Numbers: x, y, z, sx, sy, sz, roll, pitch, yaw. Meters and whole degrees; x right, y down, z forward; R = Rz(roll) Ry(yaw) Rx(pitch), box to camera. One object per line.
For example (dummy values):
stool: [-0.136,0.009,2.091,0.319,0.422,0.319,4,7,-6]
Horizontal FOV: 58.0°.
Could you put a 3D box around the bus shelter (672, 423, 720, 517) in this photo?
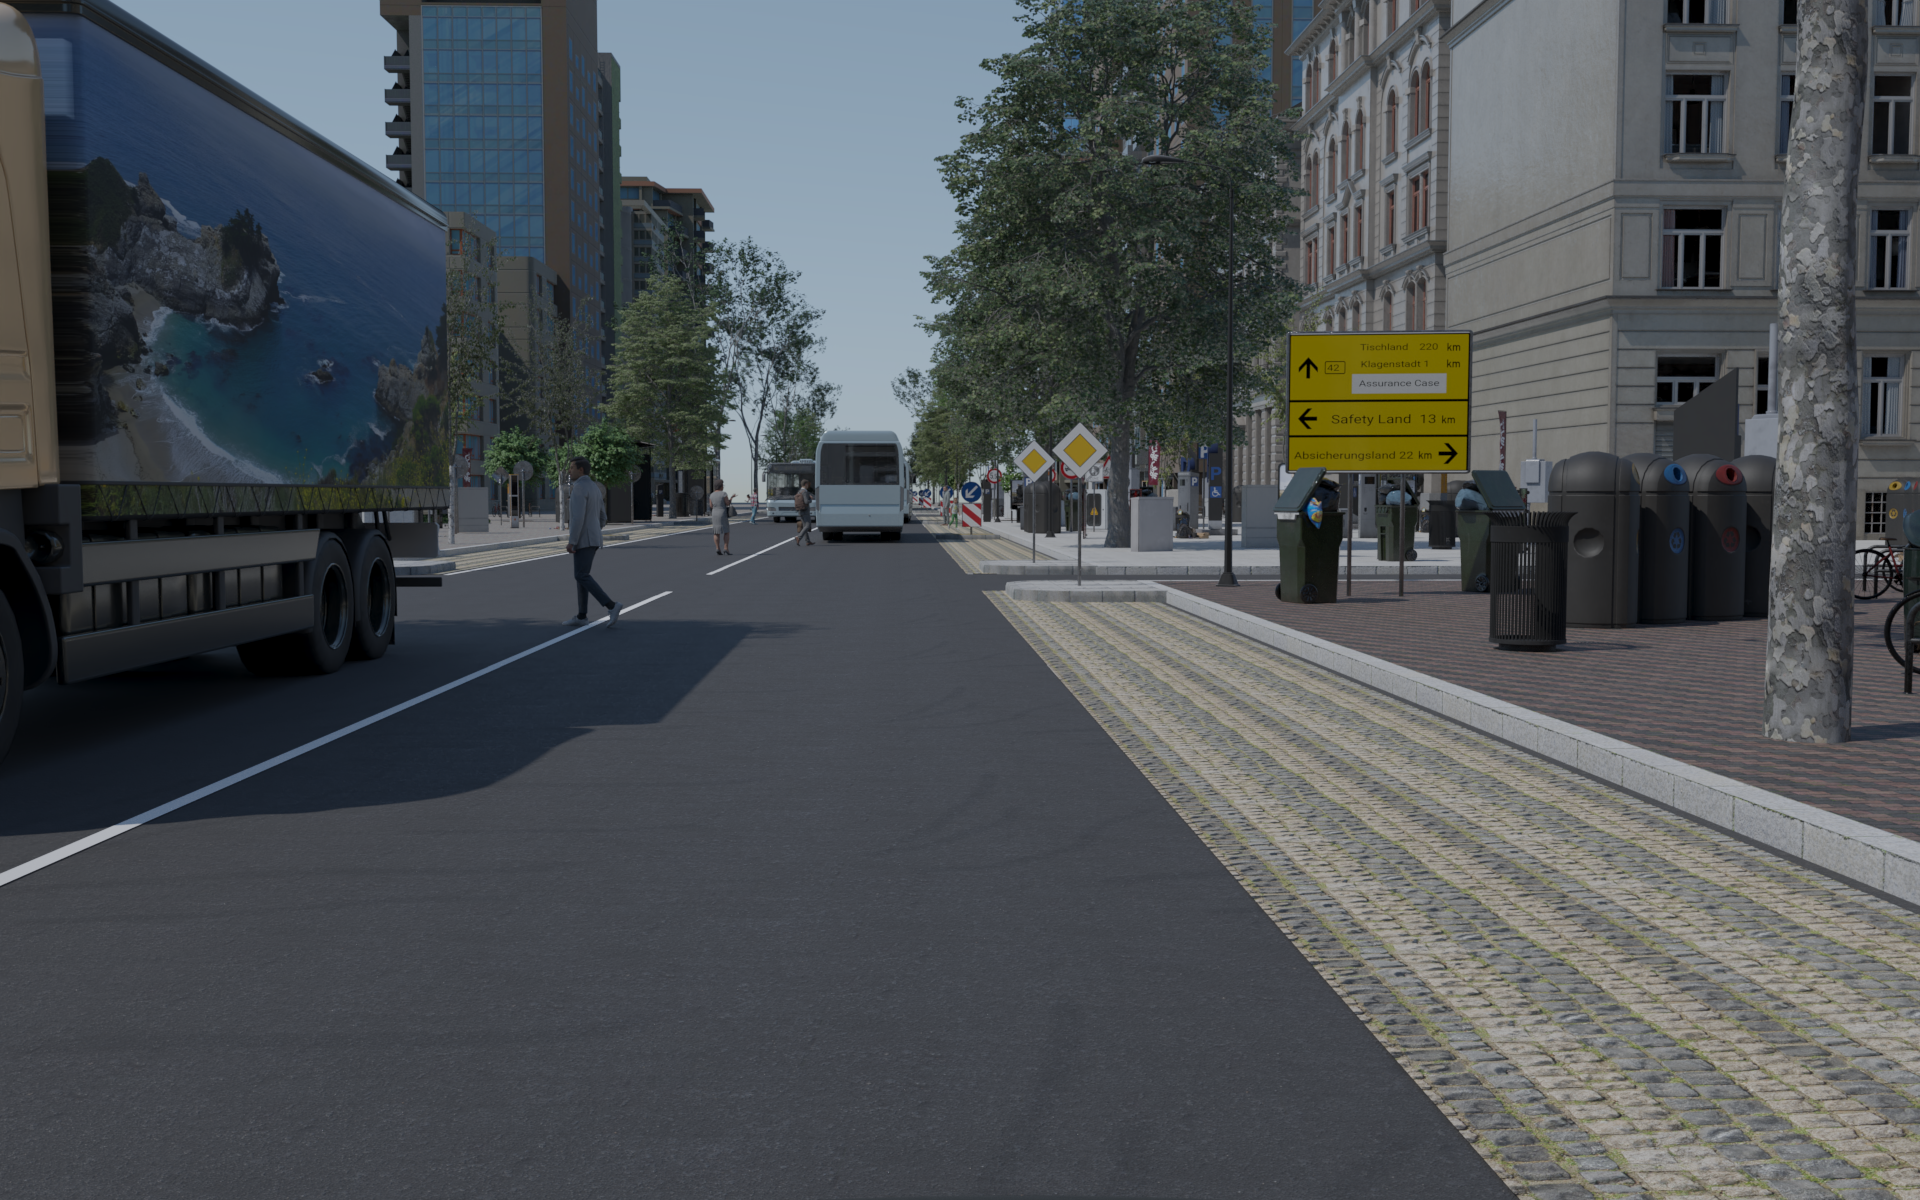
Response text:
bus shelter: [-15.444,-7.518,100.545,2.179,5.291,8.768,0,4,-2]

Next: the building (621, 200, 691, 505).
building: [-49.678,-31.969,214.575,32.217,40.220,23.993,0,4,-2]

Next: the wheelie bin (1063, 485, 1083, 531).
wheelie bin: [3.969,-3.176,59.844,0.693,1.594,0.980,-1,4,-19]

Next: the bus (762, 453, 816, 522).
bus: [-8.278,-5.868,90.798,2.948,3.499,13.247,0,4,0]

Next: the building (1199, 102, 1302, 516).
building: [20.642,-16.469,98.147,11.050,23.489,19.941,0,4,-2]

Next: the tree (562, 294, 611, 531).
tree: [-14.020,-6.724,60.292,4.360,8.622,3.978,0,3,0]

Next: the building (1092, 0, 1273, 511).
building: [20.115,-31.342,162.555,14.600,45.320,14.200,0,4,-2]

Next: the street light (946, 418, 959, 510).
street light: [0.066,-8.181,106.297,1.470,5.913,1.316,0,4,-2]

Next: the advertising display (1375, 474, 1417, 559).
advertising display: [8.610,-1.774,34.212,0.974,1.923,0.123,-2,4,-29]

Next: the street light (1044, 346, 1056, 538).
street light: [2.130,-4.794,50.923,1.470,5.913,1.316,0,4,-2]

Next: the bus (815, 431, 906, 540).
bus: [-3.180,-3.786,56.757,2.948,3.499,13.247,0,4,-2]

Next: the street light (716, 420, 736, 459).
street light: [-14.666,-8.291,108.097,1.470,5.913,1.316,0,4,-2]

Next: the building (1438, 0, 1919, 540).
building: [31.766,-13.547,54.778,30.059,22.955,16.112,0,4,-2]

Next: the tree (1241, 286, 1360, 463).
tree: [11.761,-6.738,60.527,4.737,8.622,4.395,0,3,0]

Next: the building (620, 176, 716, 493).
building: [-45.877,-35.868,241.060,22.147,44.769,28.867,0,4,-2]

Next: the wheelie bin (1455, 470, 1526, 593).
wheelie bin: [6.934,-0.910,22.791,0.980,1.594,0.693,-2,4,-30]

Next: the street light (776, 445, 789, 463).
street light: [-16.738,-11.647,162.961,1.470,5.913,1.316,0,4,-2]

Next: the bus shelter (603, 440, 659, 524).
bus shelter: [-14.923,-5.336,78.525,1.731,3.624,6.357,0,4,-2]

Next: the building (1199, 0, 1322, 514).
building: [21.115,-28.614,117.952,14.600,45.320,14.200,0,4,-2]

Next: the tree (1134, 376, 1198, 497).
tree: [12.304,-9.284,102.161,4.360,8.622,3.978,0,3,0]

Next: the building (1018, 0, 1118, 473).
building: [20.703,-57.319,249.828,22.319,86.520,31.000,0,4,-2]

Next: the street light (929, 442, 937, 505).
street light: [-1.797,-11.213,155.871,1.470,5.913,1.316,0,4,-2]

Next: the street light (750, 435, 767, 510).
street light: [-15.783,-9.981,135.737,1.470,5.913,1.316,0,4,-2]

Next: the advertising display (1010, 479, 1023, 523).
advertising display: [2.679,-4.370,76.661,0.974,1.923,0.123,-2,4,-26]

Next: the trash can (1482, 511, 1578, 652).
trash can: [4.685,-0.160,14.272,0.748,1.137,0.748,0,3,0]

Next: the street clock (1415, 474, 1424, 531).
street clock: [15.997,-3.434,60.720,0.358,2.002,0.471,-3,5,-44]

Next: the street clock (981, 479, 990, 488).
street clock: [1.269,-4.971,85.850,0.358,2.002,0.471,3,5,43]

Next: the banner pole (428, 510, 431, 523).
banner pole: [-17.056,-3.997,55.368,0.401,3.779,0.863,-2,4,-32]

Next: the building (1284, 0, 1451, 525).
building: [23.643,-17.675,76.379,14.401,28.519,23.554,0,4,-2]

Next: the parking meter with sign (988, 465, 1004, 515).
parking meter with sign: [2.373,-6.603,104.216,0.543,3.016,1.738,2,4,35]

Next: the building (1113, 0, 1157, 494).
building: [24.371,-31.844,140.259,23.786,49.044,30.456,0,4,-2]

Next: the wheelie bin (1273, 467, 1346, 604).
wheelie bin: [4.141,-0.772,20.524,0.693,1.594,0.980,-1,4,-18]

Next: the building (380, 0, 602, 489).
building: [-37.525,-30.042,141.305,14.600,45.320,14.200,0,4,-2]

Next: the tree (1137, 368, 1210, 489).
tree: [10.066,-7.843,78.599,4.737,8.622,4.395,0,3,0]

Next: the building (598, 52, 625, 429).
building: [-38.394,-28.864,155.524,14.154,41.232,14.086,0,4,-2]

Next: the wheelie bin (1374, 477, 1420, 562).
wheelie bin: [8.341,-1.540,33.091,0.693,1.594,0.980,-1,4,-16]

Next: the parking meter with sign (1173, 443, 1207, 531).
parking meter with sign: [7.859,-3.868,59.502,0.543,3.016,1.738,-2,4,-31]

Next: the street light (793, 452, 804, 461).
street light: [-17.871,-13.396,191.563,1.470,5.913,1.316,0,4,-2]

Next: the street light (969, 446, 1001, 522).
street light: [1.165,-6.459,78.147,1.470,5.913,1.316,0,4,-2]

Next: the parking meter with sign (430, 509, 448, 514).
parking meter with sign: [-24.496,-5.184,81.017,0.543,3.016,1.738,-3,5,-40]

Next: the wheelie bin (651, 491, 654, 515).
wheelie bin: [-16.193,-4.976,89.268,0.980,1.594,0.693,-3,4,-38]

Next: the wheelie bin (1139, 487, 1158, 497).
wheelie bin: [7.779,-3.946,72.432,0.980,1.594,0.693,0,4,5]

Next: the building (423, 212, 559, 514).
building: [-44.634,-16.829,120.198,27.650,21.520,28.899,0,4,-2]

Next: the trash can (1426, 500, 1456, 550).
trash can: [11.166,-1.739,40.094,0.748,1.137,0.748,0,3,0]

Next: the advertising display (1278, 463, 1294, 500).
advertising display: [6.950,-1.847,35.407,0.974,1.923,0.123,3,5,40]

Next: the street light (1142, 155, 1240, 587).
street light: [3.190,-3.142,23.918,1.470,5.913,1.316,0,4,-2]

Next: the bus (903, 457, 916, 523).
bus: [-3.790,-5.762,89.073,2.948,3.499,13.247,0,4,-1]

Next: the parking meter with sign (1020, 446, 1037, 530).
parking meter with sign: [2.512,-4.053,62.524,0.543,3.016,1.738,1,4,11]

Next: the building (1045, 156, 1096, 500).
building: [21.623,-34.655,221.238,22.147,44.769,28.867,0,4,-2]

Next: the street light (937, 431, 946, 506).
street light: [-0.750,-9.542,128.550,1.470,5.913,1.316,0,4,-2]

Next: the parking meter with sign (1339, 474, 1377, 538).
parking meter with sign: [11.898,-3.297,50.172,1.738,3.016,0.543,0,4,5]
